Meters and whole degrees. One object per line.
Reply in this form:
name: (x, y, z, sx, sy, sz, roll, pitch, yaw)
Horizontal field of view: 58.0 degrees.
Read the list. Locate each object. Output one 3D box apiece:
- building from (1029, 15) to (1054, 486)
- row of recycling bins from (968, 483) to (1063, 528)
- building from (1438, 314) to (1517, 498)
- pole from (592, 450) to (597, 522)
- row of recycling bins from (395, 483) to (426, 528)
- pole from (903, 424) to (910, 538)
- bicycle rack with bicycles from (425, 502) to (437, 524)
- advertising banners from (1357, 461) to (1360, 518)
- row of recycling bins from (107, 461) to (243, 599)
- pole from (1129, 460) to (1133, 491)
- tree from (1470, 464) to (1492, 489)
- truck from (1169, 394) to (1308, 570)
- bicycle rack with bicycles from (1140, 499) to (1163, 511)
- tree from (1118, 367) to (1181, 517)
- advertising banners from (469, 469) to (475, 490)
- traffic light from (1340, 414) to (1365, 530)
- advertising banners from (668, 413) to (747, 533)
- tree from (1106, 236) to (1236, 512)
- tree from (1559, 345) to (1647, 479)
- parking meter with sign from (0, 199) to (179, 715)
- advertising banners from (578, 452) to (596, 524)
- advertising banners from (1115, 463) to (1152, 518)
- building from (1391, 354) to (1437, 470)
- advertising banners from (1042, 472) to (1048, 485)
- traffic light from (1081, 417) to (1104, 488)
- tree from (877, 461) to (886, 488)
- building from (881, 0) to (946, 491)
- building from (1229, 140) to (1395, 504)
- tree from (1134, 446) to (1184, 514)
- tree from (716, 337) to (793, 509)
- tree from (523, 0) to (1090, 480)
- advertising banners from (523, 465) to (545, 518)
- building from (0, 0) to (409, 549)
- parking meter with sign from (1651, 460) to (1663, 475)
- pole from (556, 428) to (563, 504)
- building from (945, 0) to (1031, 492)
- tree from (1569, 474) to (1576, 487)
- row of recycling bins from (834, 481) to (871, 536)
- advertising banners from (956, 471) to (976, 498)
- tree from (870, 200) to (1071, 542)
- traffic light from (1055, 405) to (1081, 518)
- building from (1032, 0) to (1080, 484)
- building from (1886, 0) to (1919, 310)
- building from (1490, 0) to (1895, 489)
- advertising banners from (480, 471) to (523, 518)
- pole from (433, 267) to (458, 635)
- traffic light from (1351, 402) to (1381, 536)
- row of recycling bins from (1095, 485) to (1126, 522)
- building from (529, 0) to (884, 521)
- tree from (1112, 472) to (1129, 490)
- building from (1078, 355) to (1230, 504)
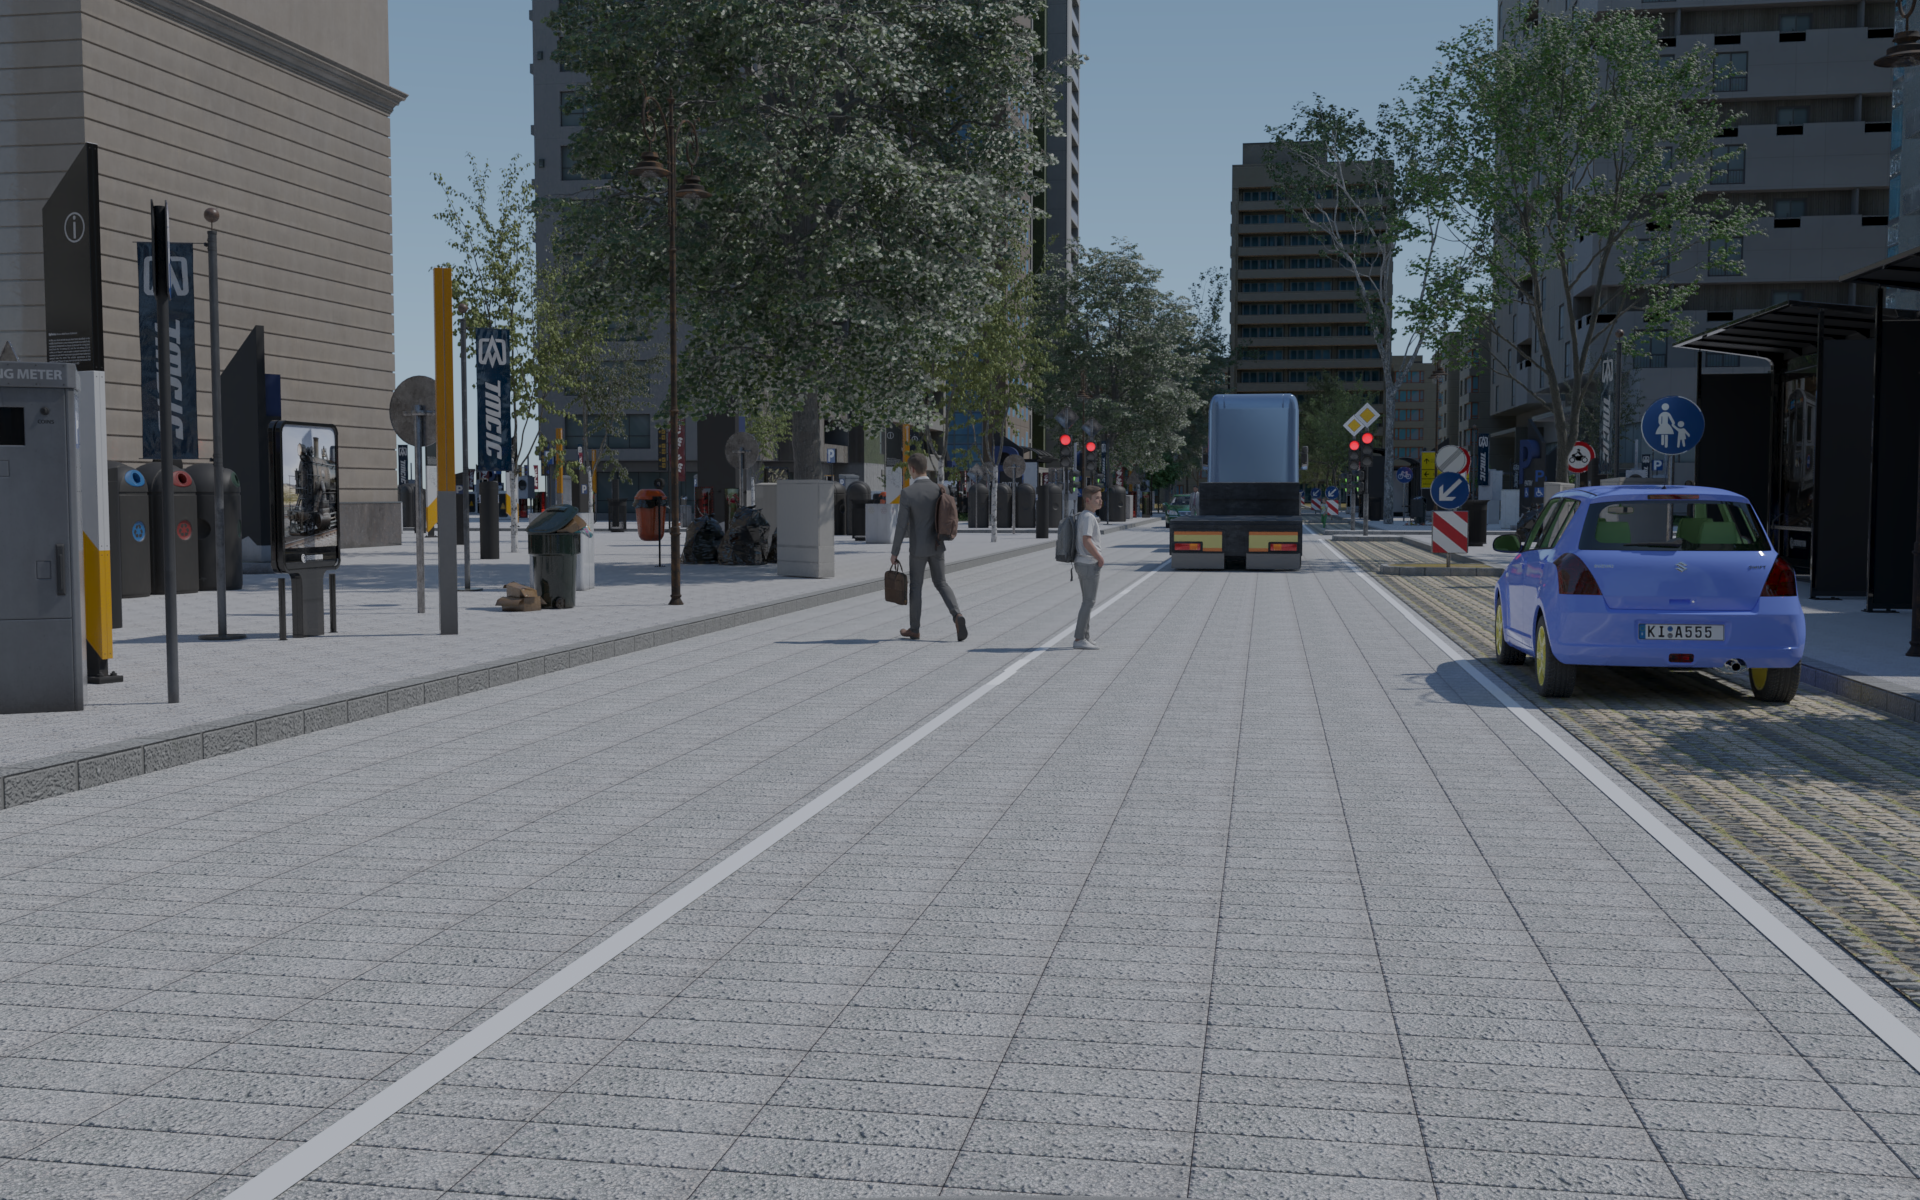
building: (-1.653, -44.399, 164.175, 20.563, 71.187, 20.611, 1, 4, 10)
row of recycling bins: (2.059, -3.573, 65.528, 3.534, 1.692, 1.069, 0, 4, 1)
building: (64.496, -20.265, 176.371, 27.650, 21.520, 28.899, 1, 4, 10)
pole: (-16.814, -5.248, 79.655, 0.158, 3.312, 0.155, 0, 3, 0)
row of recycling bins: (-21.643, -3.725, 68.016, 1.069, 1.692, 3.534, -1, 4, -22)
pole: (-1.570, -3.472, 50.603, 0.158, 3.312, 0.155, 0, 3, 0)
bicycle rack with bicycles: (-23.118, -3.742, 74.568, 2.852, 0.926, 2.925, 0, 4, 3)
advertising banners: (21.697, -5.929, 93.133, 0.090, 3.025, 2.074, 2, 4, 35)
row of recycling bins: (-10.390, -0.902, 21.859, 1.069, 1.692, 3.534, 1, 4, 11)
pole: (9.924, -6.524, 100.517, 0.158, 3.312, 0.155, 0, 3, 0)
tree: (29.802, -6.320, 97.929, 1.663, 3.219, 1.824, 0, 3, 0)
truck: (6.808, -3.132, 40.966, 2.967, 4.110, 18.799, 1, 4, 11)
bicycle rack with bicycles: (14.087, -6.899, 126.175, 2.852, 0.926, 2.925, 2, 4, 29)
tree: (10.344, -9.018, 97.806, 4.360, 8.622, 3.978, 0, 3, 0)
advertising banners: (-34.168, -7.497, 118.762, 2.074, 3.025, 0.090, -3, 5, -41)
traffic light: (13.846, -4.410, 61.018, 0.839, 4.253, 0.868, 1, 4, 10)
advertising banners: (-5.366, -2.466, 36.513, 2.074, 3.025, 0.090, 2, 4, 29)
tree: (7.454, -10.941, 85.543, 9.857, 13.997, 8.962, 0, 3, 0)
tree: (31.585, -8.220, 84.757, 4.360, 8.622, 3.978, 0, 3, 0)
parking meter with sign: (-5.589, -0.854, 10.221, 1.738, 3.016, 0.543, -1, 4, -23)
advertising banners: (-15.765, -4.708, 73.157, 0.090, 3.025, 2.074, 0, 4, 6)
advertising banners: (9.323, -5.945, 93.389, 2.074, 3.025, 0.090, 1, 4, 15)
building: (73.851, -24.165, 240.130, 28.899, 21.520, 27.650, 1, 4, 10)
advertising banners: (7.622, -8.705, 138.507, 2.074, 3.025, 0.090, 0, 3, 0)
traffic light: (4.772, -4.507, 62.602, 0.839, 4.253, 0.868, 1, 4, 10)
tree: (-3.299, -5.774, 89.006, 1.663, 3.219, 1.824, 0, 3, 0)
building: (-13.400, -30.420, 121.063, 21.300, 48.544, 21.600, 1, 4, 10)
building: (48.372, -37.707, 240.218, 21.600, 48.544, 21.300, 1, 4, 10)
tree: (12.990, -7.970, 114.016, 4.285, 4.588, 4.351, 0, 3, 0)
tree: (-8.856, -7.676, 75.861, 4.737, 8.622, 4.395, 0, 3, 0)
tree: (-2.503, -7.451, 28.476, 9.857, 13.997, 8.962, 0, 3, 0)
advertising banners: (-23.421, -5.918, 92.951, 2.074, 3.025, 0.090, 0, 4, 7)
building: (-26.868, -14.787, 39.028, 25.104, 27.353, 12.463, 1, 4, 10)
parking meter with sign: (35.428, -5.662, 88.831, 0.543, 3.016, 1.738, 0, 4, 2)
pole: (-12.426, -3.665, 53.769, 0.158, 3.312, 0.155, 0, 3, 0)
building: (-1.869, -30.376, 146.750, 14.600, 45.320, 14.200, 1, 4, 10)
tree: (31.087, -5.826, 89.859, 1.663, 3.219, 1.824, 0, 3, 0)
row of recycling bins: (-4.269, -2.890, 54.359, 3.534, 1.692, 1.069, 2, 4, 34)
advertising banners: (0.474, -8.088, 128.422, 0.090, 3.025, 2.074, -3, 5, -44)
tree: (-0.322, -5.364, 38.068, 4.737, 8.622, 4.395, 0, 3, 0)
traffic light: (3.380, -4.026, 54.739, 0.839, 4.253, 0.868, 1, 4, 10)
building: (-1.270, -39.727, 191.543, 28.212, 58.520, 21.231, 1, 4, 10)
building: (95.912, -33.874, 173.455, 30.456, 49.044, 23.786, 1, 4, 10)
building: (60.971, -34.138, 147.396, 28.713, 52.752, 27.495, 1, 4, 10)
advertising banners: (-23.889, -5.729, 89.857, 2.074, 3.025, 0.090, 0, 4, -6)
pole: (-4.678, -1.340, 15.749, 0.158, 3.312, 0.155, 0, 3, 0)
traffic light: (12.453, -3.929, 53.154, 0.839, 4.253, 0.868, 1, 4, 10)
row of recycling bins: (7.203, -4.541, 81.360, 1.069, 1.692, 3.534, 0, 4, -3)
building: (-12.203, -19.313, 87.465, 14.160, 30.474, 14.107, 1, 4, 10)
tree: (12.302, -8.565, 134.645, 1.663, 3.219, 1.824, 0, 3, 0)
building: (24.016, -24.664, 248.297, 28.899, 21.520, 27.650, 1, 4, 10)
